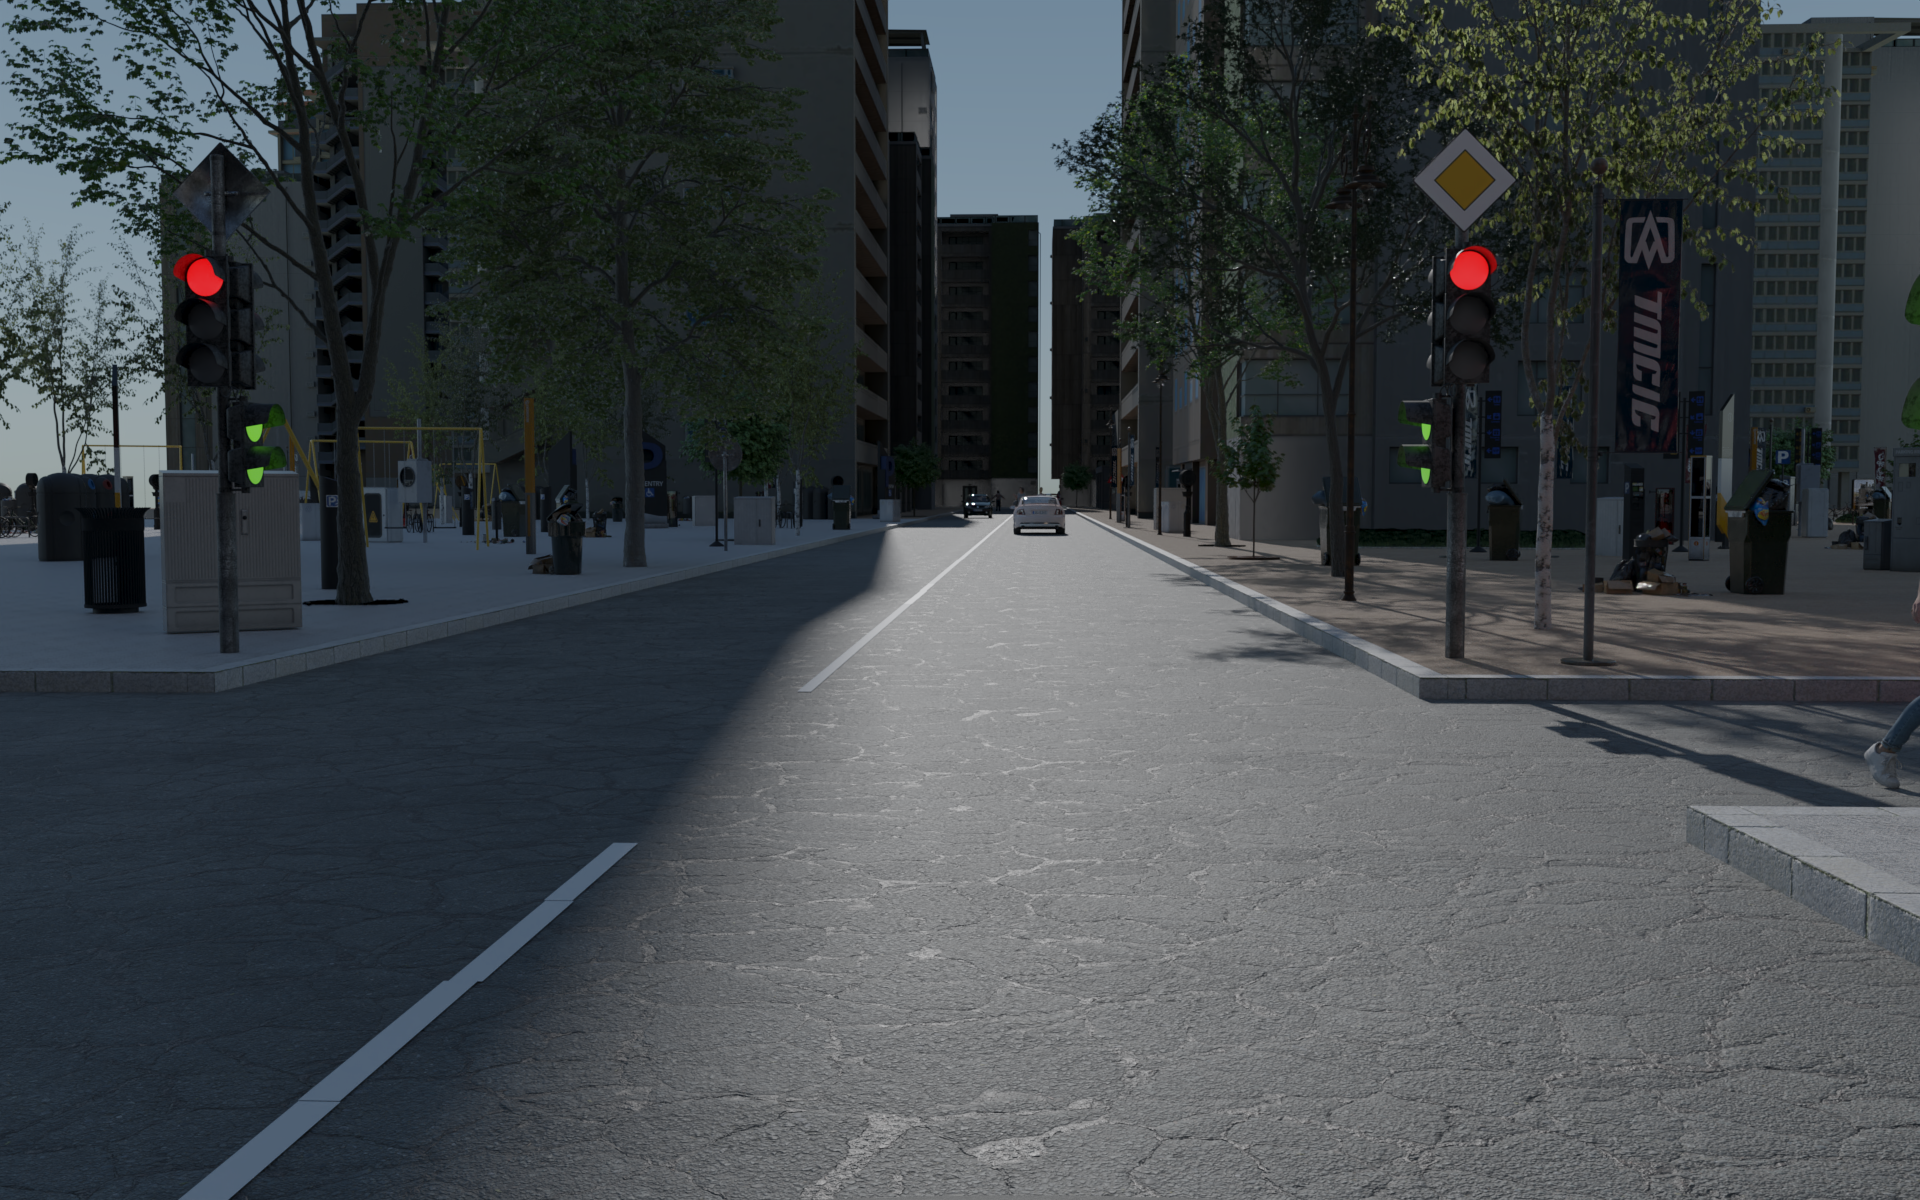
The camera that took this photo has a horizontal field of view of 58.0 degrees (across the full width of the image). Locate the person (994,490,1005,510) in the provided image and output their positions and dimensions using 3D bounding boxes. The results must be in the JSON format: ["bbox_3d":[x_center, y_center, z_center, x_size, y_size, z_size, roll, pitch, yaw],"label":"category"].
[{"bbox_3d":[3.243,-8.405,146.650,1.217,1.736,0.721,-1,4,-9],"label":"person"}]

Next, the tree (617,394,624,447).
[{"bbox_3d":[-17.953,-8.188,84.243,4.737,8.622,4.395,0,3,0],"label":"tree"}]

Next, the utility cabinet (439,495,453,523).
[{"bbox_3d":[-22.639,-3.985,76.312,0.306,1.237,1.020,-2,4,-32],"label":"utility cabinet"}]

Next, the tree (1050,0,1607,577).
[{"bbox_3d":[5.880,-5.662,26.981,8.767,10.594,7.601,-1,4,-10],"label":"tree"}]

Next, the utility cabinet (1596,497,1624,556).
[{"bbox_3d":[13.642,-1.513,35.897,0.306,1.237,1.020,-1,4,-21],"label":"utility cabinet"}]

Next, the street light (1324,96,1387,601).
[{"bbox_3d":[4.683,-2.929,20.673,0.468,5.910,1.993,0,4,3],"label":"street light"}]

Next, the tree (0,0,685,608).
[{"bbox_3d":[-7.030,-5.763,19.982,9.928,11.665,9.643,0,3,0],"label":"tree"}]

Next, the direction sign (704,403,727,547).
[{"bbox_3d":[-5.949,-3.075,42.266,0.379,3.537,0.876,-3,5,-45],"label":"direction sign"}]

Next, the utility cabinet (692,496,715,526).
[{"bbox_3d":[-10.237,-3.573,69.572,1.020,1.237,0.306,-2,4,-34],"label":"utility cabinet"}]

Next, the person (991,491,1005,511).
[{"bbox_3d":[3.163,-8.314,145.142,1.217,1.736,0.721,-1,4,-12],"label":"person"}]

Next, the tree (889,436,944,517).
[{"bbox_3d":[-2.623,-6.988,97.968,4.285,4.588,4.351,0,3,0],"label":"tree"}]

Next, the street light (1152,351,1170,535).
[{"bbox_3d":[6.271,-4.979,54.187,0.468,5.910,1.993,0,4,3],"label":"street light"}]

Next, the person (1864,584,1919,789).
[{"bbox_3d":[4.716,0.050,8.363,0.598,1.740,0.731,3,5,39],"label":"person"}]

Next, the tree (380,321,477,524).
[{"bbox_3d":[-22.077,-7.490,72.816,4.737,8.622,4.395,0,3,0],"label":"tree"}]

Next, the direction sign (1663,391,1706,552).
[{"bbox_3d":[15.981,-2.831,38.284,0.876,3.537,0.379,3,5,43],"label":"direction sign"}]

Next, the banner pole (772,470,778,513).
[{"bbox_3d":[-9.340,-5.960,87.460,0.401,3.779,0.863,1,4,18],"label":"banner pole"}]

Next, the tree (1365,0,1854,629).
[{"bbox_3d":[5.782,-4.027,16.198,4.360,8.622,3.978,0,3,0],"label":"tree"}]

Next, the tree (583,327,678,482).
[{"bbox_3d":[-13.160,-7.351,70.550,4.360,8.622,3.978,0,3,0],"label":"tree"}]

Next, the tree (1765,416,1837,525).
[{"bbox_3d":[35.195,-5.446,72.756,4.285,4.588,4.351,0,3,0],"label":"tree"}]

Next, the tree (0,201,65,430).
[{"bbox_3d":[-23.685,-5.540,40.940,4.737,8.622,4.395,0,3,0],"label":"tree"}]

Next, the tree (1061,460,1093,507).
[{"bbox_3d":[11.176,-11.148,165.984,4.285,4.588,4.351,0,3,0],"label":"tree"}]

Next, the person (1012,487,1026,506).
[{"bbox_3d":[2.789,-4.511,82.615,0.716,1.782,0.532,3,5,40],"label":"person"}]

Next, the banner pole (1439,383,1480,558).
[{"bbox_3d":[10.025,-2.733,34.708,0.401,3.779,0.863,-3,4,-37],"label":"banner pole"}]

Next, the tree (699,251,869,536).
[{"bbox_3d":[-4.956,-6.302,53.405,4.737,8.622,4.395,0,3,0],"label":"tree"}]

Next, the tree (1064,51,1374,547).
[{"bbox_3d":[6.226,-7.104,41.902,9.928,11.665,9.643,0,3,0],"label":"tree"}]

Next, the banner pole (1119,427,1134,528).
[{"bbox_3d":[6.382,-4.568,64.704,0.401,3.779,0.863,-1,4,-12],"label":"banner pole"}]

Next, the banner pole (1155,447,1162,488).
[{"bbox_3d":[9.311,-5.570,81.082,0.401,3.779,0.863,2,4,30],"label":"banner pole"}]

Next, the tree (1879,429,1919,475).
[{"bbox_3d":[27.824,-3.431,50.706,1.663,3.219,1.824,0,3,0],"label":"tree"}]

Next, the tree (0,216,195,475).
[{"bbox_3d":[-24.031,-5.898,46.790,4.360,8.622,3.978,0,3,0],"label":"tree"}]

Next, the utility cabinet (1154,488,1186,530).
[{"bbox_3d":[7.434,-3.206,61.099,1.173,1.500,0.318,-1,4,-12],"label":"utility cabinet"}]

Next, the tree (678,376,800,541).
[{"bbox_3d":[-5.960,-3.911,47.655,4.285,4.588,4.351,0,3,0],"label":"tree"}]

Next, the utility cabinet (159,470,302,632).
[{"bbox_3d":[-6.800,-0.458,16.172,1.173,1.500,0.318,-2,4,-31],"label":"utility cabinet"}]

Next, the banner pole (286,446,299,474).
[{"bbox_3d":[-34.882,-6.141,90.427,0.863,3.779,0.401,1,4,10],"label":"banner pole"}]

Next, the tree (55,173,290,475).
[{"bbox_3d":[-17.355,-5.469,39.784,4.360,8.622,3.978,0,3,0],"label":"tree"}]

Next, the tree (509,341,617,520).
[{"bbox_3d":[-18.722,-7.871,79.058,4.737,8.622,4.395,0,3,0],"label":"tree"}]

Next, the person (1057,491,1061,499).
[{"bbox_3d":[9.213,-9.306,161.329,0.621,1.740,0.551,-1,4,-9],"label":"person"}]

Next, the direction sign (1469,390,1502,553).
[{"bbox_3d":[11.416,-2.817,38.047,0.876,3.537,0.379,1,4,19],"label":"direction sign"}]

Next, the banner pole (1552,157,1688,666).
[{"bbox_3d":[4.981,-1.404,12.977,0.863,3.779,0.401,0,4,2],"label":"banner pole"}]

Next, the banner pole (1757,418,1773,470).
[{"bbox_3d":[26.636,-4.123,57.421,0.863,3.779,0.401,-1,4,-9],"label":"banner pole"}]

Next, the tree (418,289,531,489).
[{"bbox_3d":[-17.715,-6.878,62.819,4.360,8.622,3.978,0,3,0],"label":"tree"}]

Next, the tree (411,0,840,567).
[{"bbox_3d":[-6.145,-6.867,30.409,7.486,12.596,7.792,0,3,0],"label":"tree"}]

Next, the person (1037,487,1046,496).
[{"bbox_3d":[3.690,-4.030,75.056,0.731,1.740,0.598,-3,5,-40],"label":"person"}]

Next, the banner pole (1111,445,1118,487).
[{"bbox_3d":[7.087,-5.402,78.343,0.401,3.779,0.863,3,5,43],"label":"banner pole"}]

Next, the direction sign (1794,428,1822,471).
[{"bbox_3d":[29.124,-4.131,59.537,0.379,3.537,0.876,-3,5,-45],"label":"direction sign"}]

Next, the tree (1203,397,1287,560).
[{"bbox_3d":[5.876,-2.416,34.095,1.663,3.219,1.824,0,3,0],"label":"tree"}]

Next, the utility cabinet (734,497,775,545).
[{"bbox_3d":[-5.197,-1.997,43.812,1.020,1.237,0.306,1,4,16],"label":"utility cabinet"}]

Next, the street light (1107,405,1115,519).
[{"bbox_3d":[7.673,-7.057,88.170,0.468,5.910,1.993,0,4,3],"label":"street light"}]

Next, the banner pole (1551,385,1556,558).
[{"bbox_3d":[12.151,-2.759,35.123,0.863,3.779,0.401,-2,4,-29],"label":"banner pole"}]

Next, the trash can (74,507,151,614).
[{"bbox_3d":[-9.147,-0.433,18.734,0.748,1.137,0.748,0,3,0],"label":"trash can"}]
